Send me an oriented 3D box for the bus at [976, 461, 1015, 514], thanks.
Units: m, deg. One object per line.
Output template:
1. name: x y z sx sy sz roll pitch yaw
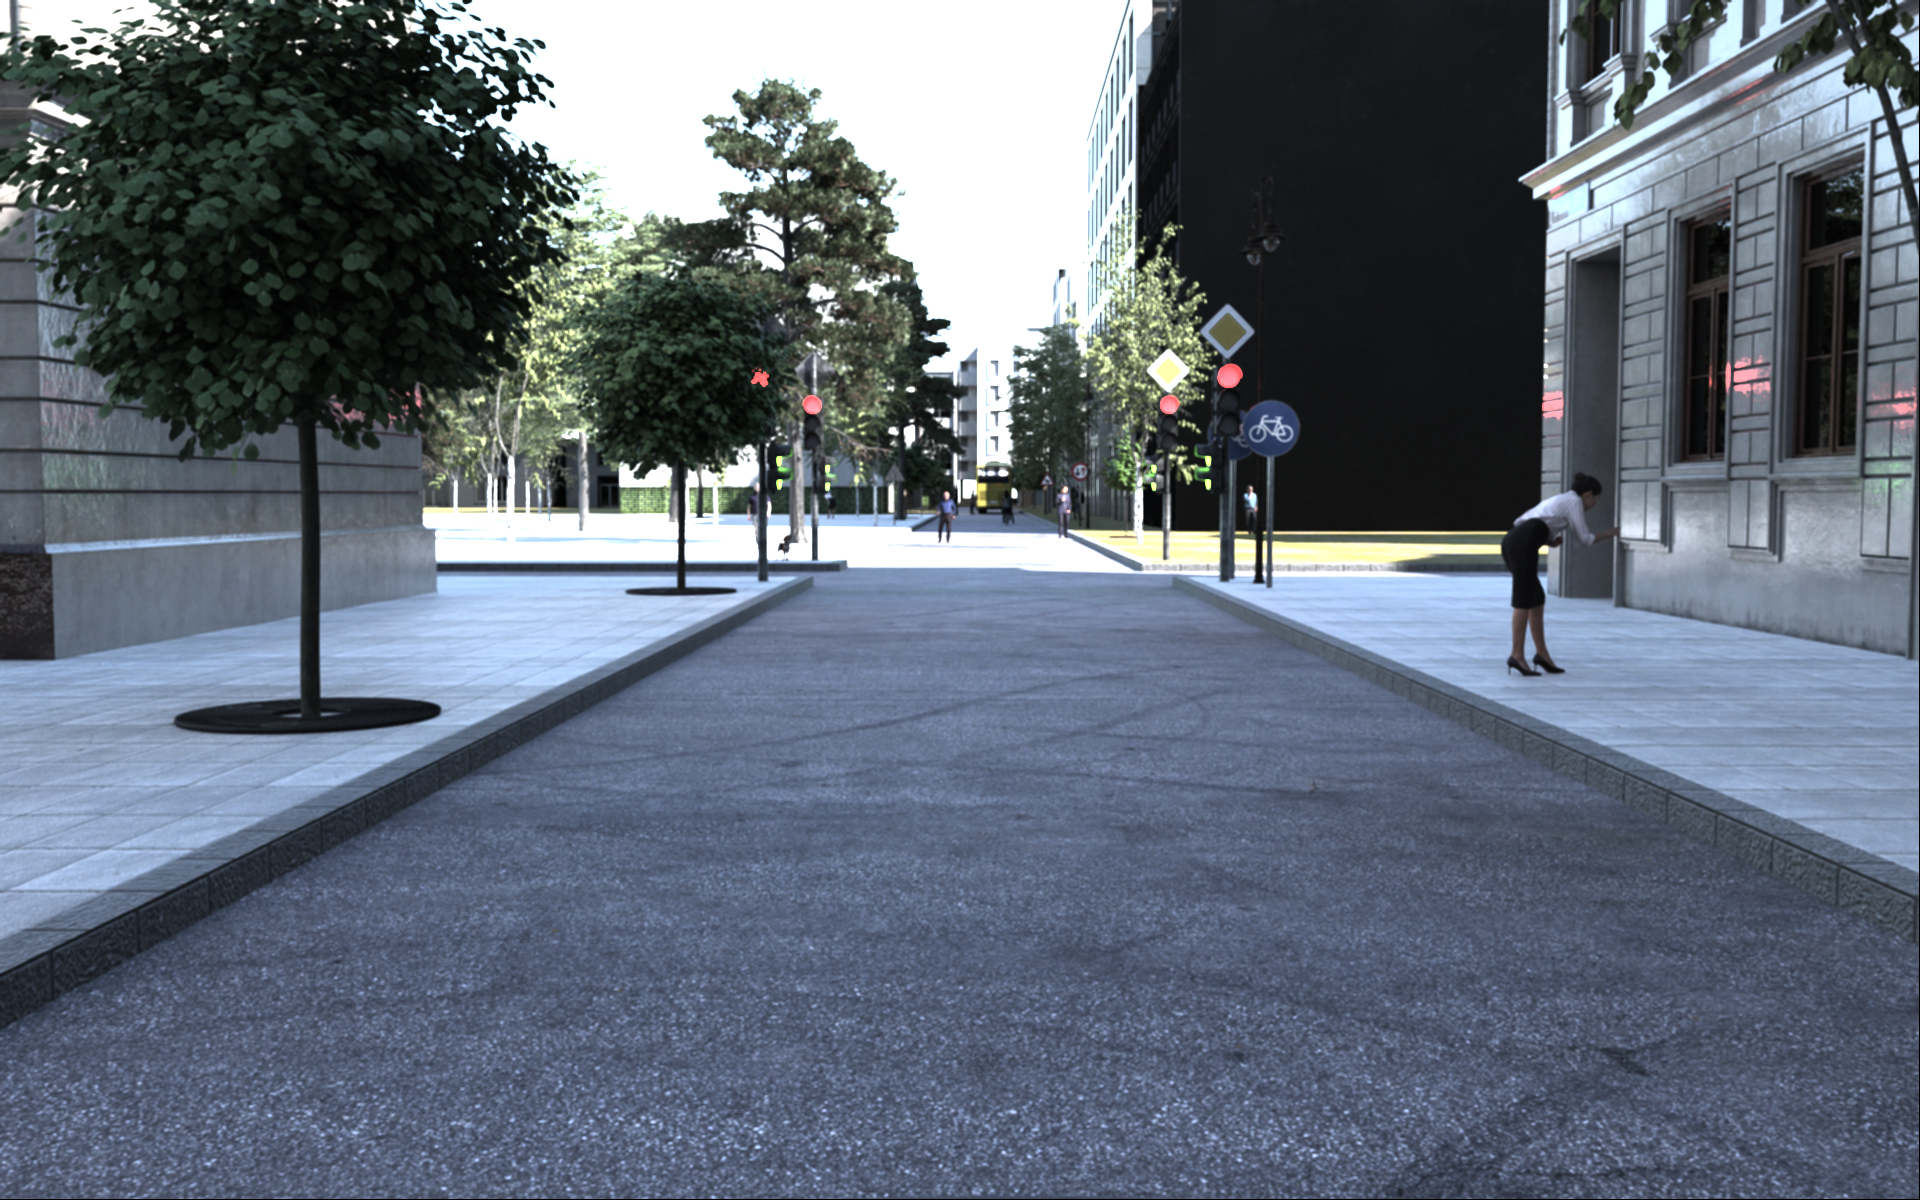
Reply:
1. bus: 2.624 -8.429 129.359 2.896 3.916 12.252 0 4 2

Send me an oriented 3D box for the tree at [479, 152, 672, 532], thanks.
1. tree: -13.193 -8.582 58.447 7.486 12.596 7.792 0 3 0

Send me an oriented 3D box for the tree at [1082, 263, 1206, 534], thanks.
1. tree: 5.733 -6.428 55.460 4.360 8.622 3.978 0 3 0

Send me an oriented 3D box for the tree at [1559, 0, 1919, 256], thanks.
1. tree: 3.905 -3.459 6.916 4.737 8.622 4.395 0 3 0

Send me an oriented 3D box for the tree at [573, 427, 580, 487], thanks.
1. tree: -19.022 -7.916 79.789 4.360 8.622 3.978 0 3 0

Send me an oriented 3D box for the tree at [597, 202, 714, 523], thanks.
1. tree: -12.308 -10.265 75.264 7.806 13.903 7.818 0 3 0

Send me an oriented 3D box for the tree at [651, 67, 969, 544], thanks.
1. tree: -4.239 -7.468 44.161 6.751 12.117 7.091 0 3 0

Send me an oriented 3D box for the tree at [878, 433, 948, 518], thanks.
1. tree: -2.888 -6.700 93.260 4.285 4.588 4.351 0 3 0

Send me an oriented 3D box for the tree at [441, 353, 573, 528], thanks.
1. tree: -17.904 -7.084 66.179 4.360 8.622 3.978 0 3 0

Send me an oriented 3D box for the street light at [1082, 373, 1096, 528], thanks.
1. street light: 4.819 -5.645 65.090 0.468 5.910 1.993 0 4 1

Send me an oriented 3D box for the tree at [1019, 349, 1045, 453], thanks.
1. tree: 5.064 -8.164 83.840 4.737 8.622 4.395 0 3 0

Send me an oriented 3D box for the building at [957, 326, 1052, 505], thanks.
1. building: 5.421 -21.130 201.897 11.380 20.091 16.016 0 4 1

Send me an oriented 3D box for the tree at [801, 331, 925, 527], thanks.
1. tree: -3.496 -7.111 66.623 4.737 8.622 4.395 0 3 0

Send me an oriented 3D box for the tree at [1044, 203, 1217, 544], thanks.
1. tree: 4.606 -5.720 43.890 4.737 8.622 4.395 0 3 0

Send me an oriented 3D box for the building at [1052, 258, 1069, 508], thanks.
1. building: 22.649 -19.715 166.308 27.936 21.610 32.646 0 4 1

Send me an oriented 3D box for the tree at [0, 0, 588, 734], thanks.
1. tree: -3.795 -1.593 9.761 4.285 4.588 4.351 0 3 0

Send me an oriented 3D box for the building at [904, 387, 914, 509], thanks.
1. building: -11.903 -17.831 147.964 16.016 20.091 11.380 0 4 1

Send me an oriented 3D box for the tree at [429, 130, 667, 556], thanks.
1. tree: -9.287 -5.233 35.919 4.737 8.622 4.395 0 3 0

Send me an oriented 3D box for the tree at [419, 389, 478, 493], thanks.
1. tree: -25.569 -9.721 80.989 6.751 12.117 7.091 0 3 0

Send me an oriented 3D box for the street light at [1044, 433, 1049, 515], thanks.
1. street light: 5.339 -8.278 108.132 0.468 5.910 1.993 0 4 1

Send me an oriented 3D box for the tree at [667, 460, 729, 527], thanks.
1. tree: -9.599 -7.088 66.255 4.737 8.622 4.395 0 3 0

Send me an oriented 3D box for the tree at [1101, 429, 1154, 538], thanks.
1. tree: 5.006 -3.439 50.834 1.663 3.219 1.824 0 3 0

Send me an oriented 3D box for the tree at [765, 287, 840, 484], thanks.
1. tree: -5.656 -6.545 57.376 4.360 8.622 3.978 0 3 0

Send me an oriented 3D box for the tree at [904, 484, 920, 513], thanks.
1. tree: -3.544 -7.608 118.999 1.663 3.219 1.824 0 3 0

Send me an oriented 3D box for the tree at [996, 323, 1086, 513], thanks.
1. tree: 6.139 -12.014 114.549 7.486 12.596 7.792 0 3 0

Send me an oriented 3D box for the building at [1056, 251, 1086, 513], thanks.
1. building: 16.565 -16.391 134.458 16.747 18.905 31.486 0 4 1

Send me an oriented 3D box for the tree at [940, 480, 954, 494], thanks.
1. tree: -1.656 -11.467 182.079 1.663 3.219 1.824 0 3 0

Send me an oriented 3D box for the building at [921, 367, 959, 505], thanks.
1. building: -16.000 -20.584 203.007 31.486 18.905 16.747 0 4 1

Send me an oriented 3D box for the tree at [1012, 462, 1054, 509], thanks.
1. tree: 6.388 -10.164 149.888 4.285 4.588 4.351 0 3 0

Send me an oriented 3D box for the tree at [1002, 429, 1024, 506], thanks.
1. tree: 6.305 -14.429 186.269 4.360 8.622 3.978 0 3 0

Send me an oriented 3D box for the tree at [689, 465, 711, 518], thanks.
1. tree: -13.872 -10.195 92.446 9.928 11.665 9.643 0 3 0

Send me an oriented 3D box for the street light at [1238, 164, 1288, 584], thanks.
1. street light: 4.301 -3.178 24.745 0.468 5.910 1.993 0 4 1
